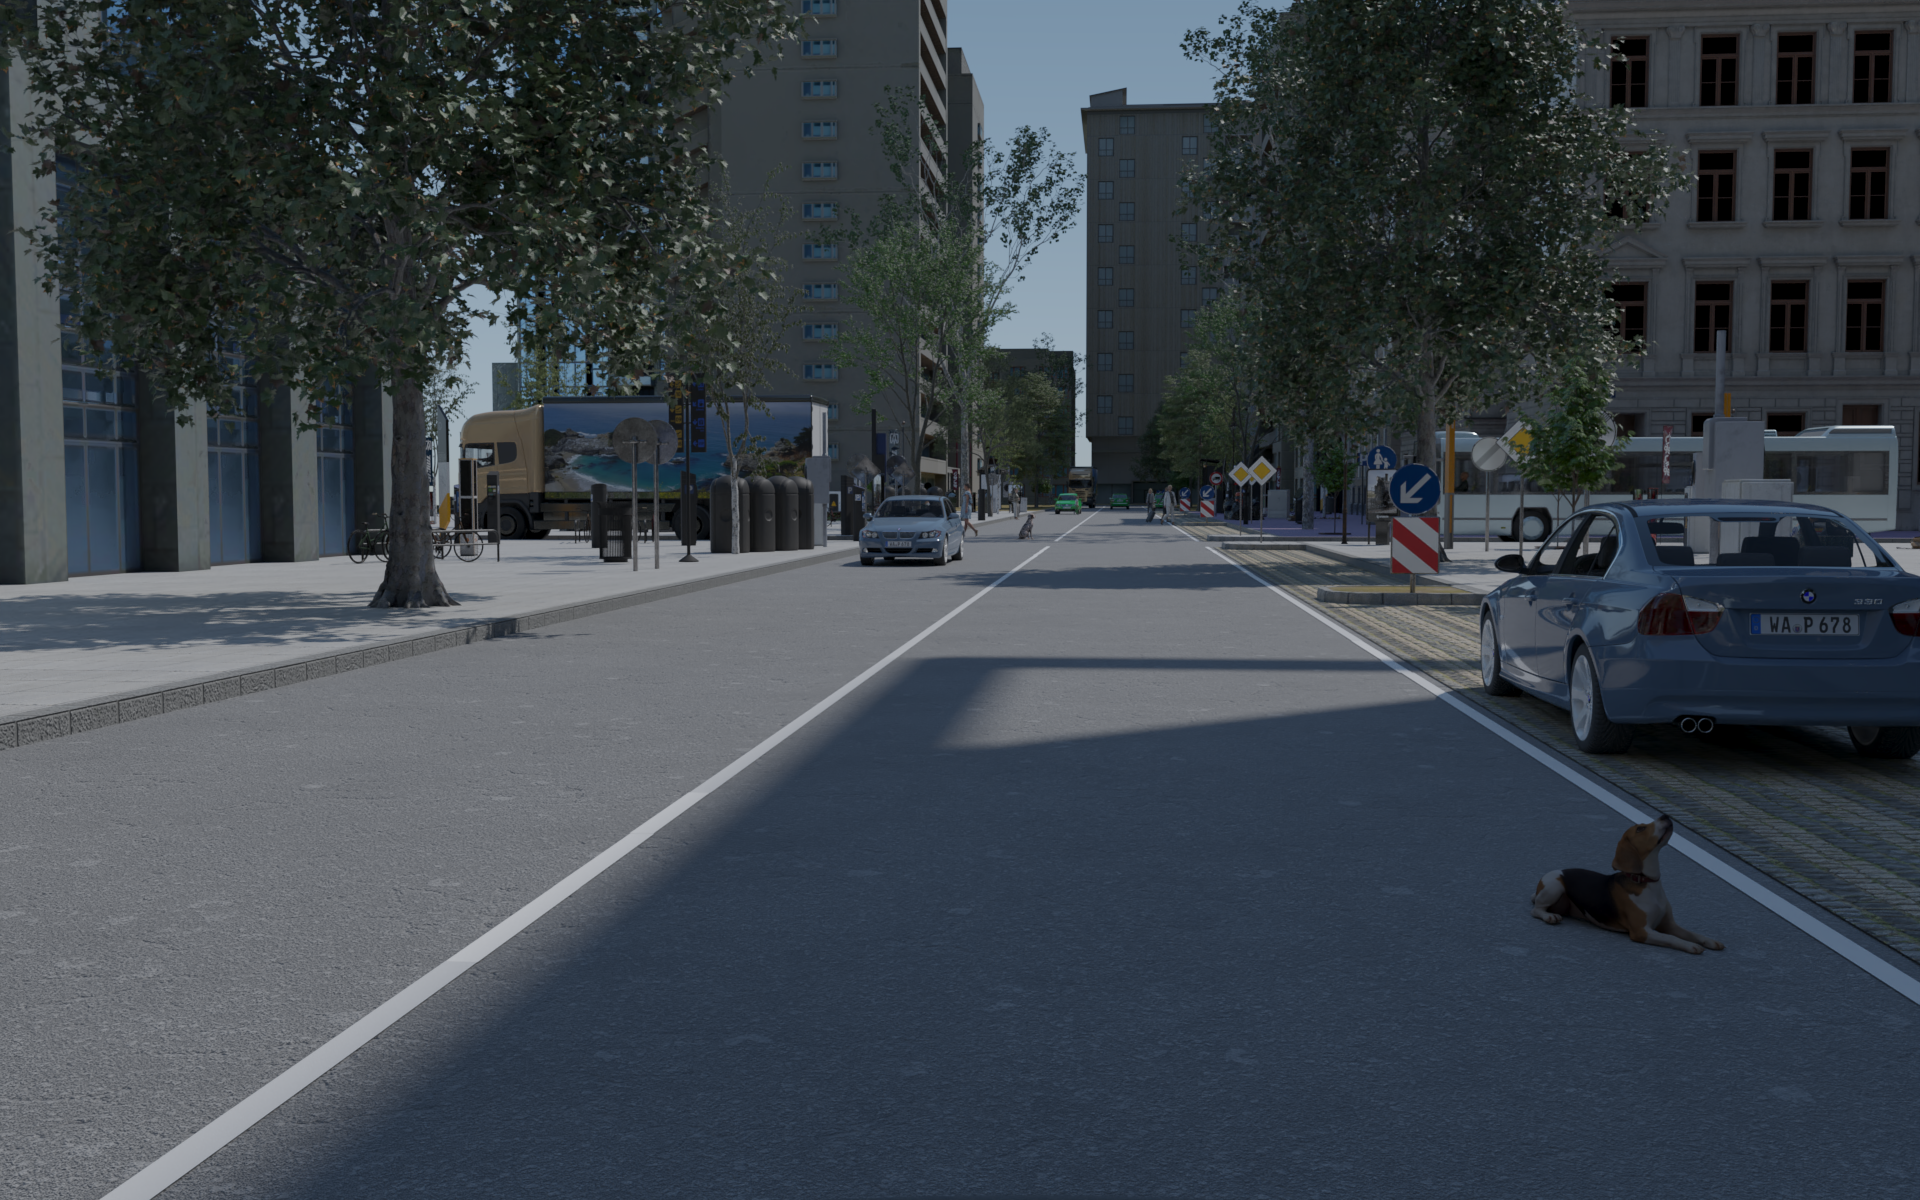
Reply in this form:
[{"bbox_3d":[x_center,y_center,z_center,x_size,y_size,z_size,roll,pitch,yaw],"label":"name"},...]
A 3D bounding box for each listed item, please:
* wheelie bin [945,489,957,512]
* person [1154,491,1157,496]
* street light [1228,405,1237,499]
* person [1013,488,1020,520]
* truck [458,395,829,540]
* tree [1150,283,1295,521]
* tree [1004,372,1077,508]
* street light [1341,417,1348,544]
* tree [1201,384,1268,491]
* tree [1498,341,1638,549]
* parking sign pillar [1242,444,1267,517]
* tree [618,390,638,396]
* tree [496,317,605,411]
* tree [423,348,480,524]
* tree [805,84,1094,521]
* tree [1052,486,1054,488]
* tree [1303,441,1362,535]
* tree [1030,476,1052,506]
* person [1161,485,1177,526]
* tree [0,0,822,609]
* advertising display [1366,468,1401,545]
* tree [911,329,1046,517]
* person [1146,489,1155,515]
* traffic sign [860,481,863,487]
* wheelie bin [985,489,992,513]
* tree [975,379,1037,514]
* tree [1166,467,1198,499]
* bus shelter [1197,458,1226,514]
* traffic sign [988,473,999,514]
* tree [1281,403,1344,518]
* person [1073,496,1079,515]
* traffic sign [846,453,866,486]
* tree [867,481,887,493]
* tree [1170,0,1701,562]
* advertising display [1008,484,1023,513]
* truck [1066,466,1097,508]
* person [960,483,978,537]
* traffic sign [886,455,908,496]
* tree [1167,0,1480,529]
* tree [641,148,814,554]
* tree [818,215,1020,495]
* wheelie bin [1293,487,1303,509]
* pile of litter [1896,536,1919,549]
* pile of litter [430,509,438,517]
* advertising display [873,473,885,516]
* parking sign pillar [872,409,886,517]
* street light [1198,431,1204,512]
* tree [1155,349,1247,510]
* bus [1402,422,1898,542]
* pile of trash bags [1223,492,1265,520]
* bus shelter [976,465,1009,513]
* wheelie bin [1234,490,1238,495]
[{"bbox_3d":[-0.633,-6.724,117.853,0.693,1.594,0.980,-3,5,-39],"label":"wheelie bin"},{"bbox_3d":[19.313,-9.853,170.311,0.721,1.735,1.217,1,4,21],"label":"person"},{"bbox_3d":[14.224,-7.178,90.153,0.468,5.910,1.993,0,4,5],"label":"street light"},{"bbox_3d":[3.187,-5.394,97.241,0.362,1.759,0.519,1,4,22],"label":"person"},{"bbox_3d":[-9.584,-3.777,50.670,11.283,4.237,2.839,0,4,7],"label":"truck"},{"bbox_3d":[14.002,-9.677,83.977,9.928,11.665,9.643,0,3,0],"label":"tree"},{"bbox_3d":[7.404,-14.851,160.935,7.486,12.596,7.792,0,3,0],"label":"tree"},{"bbox_3d":[9.864,-4.372,44.268,0.468,5.910,1.993,0,4,5],"label":"street light"},{"bbox_3d":[17.160,-9.759,109.918,4.737,8.622,4.395,0,3,0],"label":"tree"},{"bbox_3d":[7.899,-1.675,21.982,1.663,3.219,1.824,0,3,0],"label":"tree"},{"bbox_3d":[16.422,-6.619,96.694,1.447,3.967,1.447,-1,4,-16],"label":"parking sign pillar"},{"bbox_3d":[-22.062,-9.920,112.560,4.737,8.622,4.395,0,3,0],"label":"tree"},{"bbox_3d":[-16.249,-7.213,68.293,4.737,8.622,4.395,0,3,0],"label":"tree"},{"bbox_3d":[-22.724,-7.556,73.904,4.360,8.622,3.978,0,3,0],"label":"tree"},{"bbox_3d":[-1.221,-13.845,82.252,12.611,20.169,13.585,0,3,0],"label":"tree"},{"bbox_3d":[9.523,-12.134,192.985,1.663,3.219,1.824,0,3,0],"label":"tree"},{"bbox_3d":[11.957,-3.678,54.729,1.663,3.219,1.824,0,3,0],"label":"tree"},{"bbox_3d":[7.740,-10.718,169.846,1.663,3.219,1.824,0,3,0],"label":"tree"},{"bbox_3d":[9.436,-4.274,78.251,0.818,1.842,0.514,3,5,43],"label":"person"},{"bbox_3d":[-6.392,-6.277,19.639,9.611,12.733,9.660,0,3,0],"label":"tree"},{"bbox_3d":[10.658,-2.349,43.626,0.123,1.923,0.974,-3,5,-40],"label":"advertising display"},{"bbox_3d":[1.404,-9.978,97.546,7.601,10.594,8.767,2,4,26],"label":"tree"},{"bbox_3d":[12.929,-6.623,116.966,0.709,1.800,0.728,3,4,36],"label":"person"},{"bbox_3d":[-3.411,-3.658,59.907,0.768,2.556,0.104,1,4,14],"label":"traffic sign"},{"bbox_3d":[1.701,-6.548,114.965,0.980,1.594,0.693,2,4,35],"label":"wheelie bin"},{"bbox_3d":[2.530,-9.739,109.600,4.737,8.622,4.395,0,3,0],"label":"tree"},{"bbox_3d":[21.813,-11.303,168.517,4.285,4.588,4.351,0,3,0],"label":"tree"},{"bbox_3d":[16.904,-7.651,116.383,1.731,3.624,6.357,0,4,6],"label":"bus shelter"},{"bbox_3d":[1.942,-6.338,103.738,0.768,2.556,0.104,1,4,13],"label":"traffic sign"},{"bbox_3d":[19.510,-8.768,93.719,4.737,8.622,4.395,0,3,0],"label":"tree"},{"bbox_3d":[7.949,-6.449,118.187,0.590,1.304,0.306,-3,5,-39],"label":"person"},{"bbox_3d":[-3.201,-3.316,54.318,0.768,2.556,0.104,1,4,13],"label":"traffic sign"},{"bbox_3d":[-5.760,-7.523,117.597,1.663,3.219,1.824,0,3,0],"label":"tree"},{"bbox_3d":[8.861,-7.083,32.811,9.611,12.733,9.660,0,3,0],"label":"tree"},{"bbox_3d":[4.243,-7.598,129.433,0.974,1.923,0.123,-2,4,-28],"label":"advertising display"},{"bbox_3d":[12.575,-11.529,177.410,2.839,4.237,11.283,0,4,7],"label":"truck"},{"bbox_3d":[0.300,-3.018,57.941,0.778,1.811,0.616,2,4,31],"label":"person"},{"bbox_3d":[-2.086,-3.462,56.712,0.768,2.556,0.104,1,4,13],"label":"traffic sign"},{"bbox_3d":[13.756,-12.698,63.495,12.611,20.169,13.585,0,3,0],"label":"tree"},{"bbox_3d":[-4.918,-5.269,36.504,4.360,8.622,3.978,0,3,0],"label":"tree"},{"bbox_3d":[-1.623,-8.529,65.206,9.928,11.665,9.643,0,3,0],"label":"tree"},{"bbox_3d":[16.395,-4.594,83.026,0.693,1.594,0.980,-1,4,-18],"label":"wheelie bin"},{"bbox_3d":[22.742,-1.615,40.377,1.719,0.858,1.176,1,4,23],"label":"pile of litter"},{"bbox_3d":[-30.671,-5.204,99.043,1.719,0.858,1.176,0,4,-1],"label":"pile of litter"},{"bbox_3d":[-2.518,-2.968,53.742,0.123,1.923,0.974,-1,4,-17],"label":"advertising display"},{"bbox_3d":[-2.615,-4.106,55.600,1.447,3.967,1.447,0,4,-2],"label":"parking sign pillar"},{"bbox_3d":[17.639,-9.453,127.344,0.468,5.910,1.993,0,4,5],"label":"street light"},{"bbox_3d":[18.946,-13.313,135.797,7.486,12.596,7.792,0,3,0],"label":"tree"},{"bbox_3d":[18.487,-3.250,48.001,13.247,3.499,2.948,0,4,6],"label":"bus"},{"bbox_3d":[14.221,-4.745,87.329,1.912,1.369,3.447,0,4,2],"label":"pile of trash bags"},{"bbox_3d":[2.311,-7.830,121.941,2.014,3.302,5.546,0,4,5],"label":"bus shelter"},{"bbox_3d":[20.115,-7.161,124.985,0.693,1.594,0.980,-2,4,-27],"label":"wheelie bin"}]
